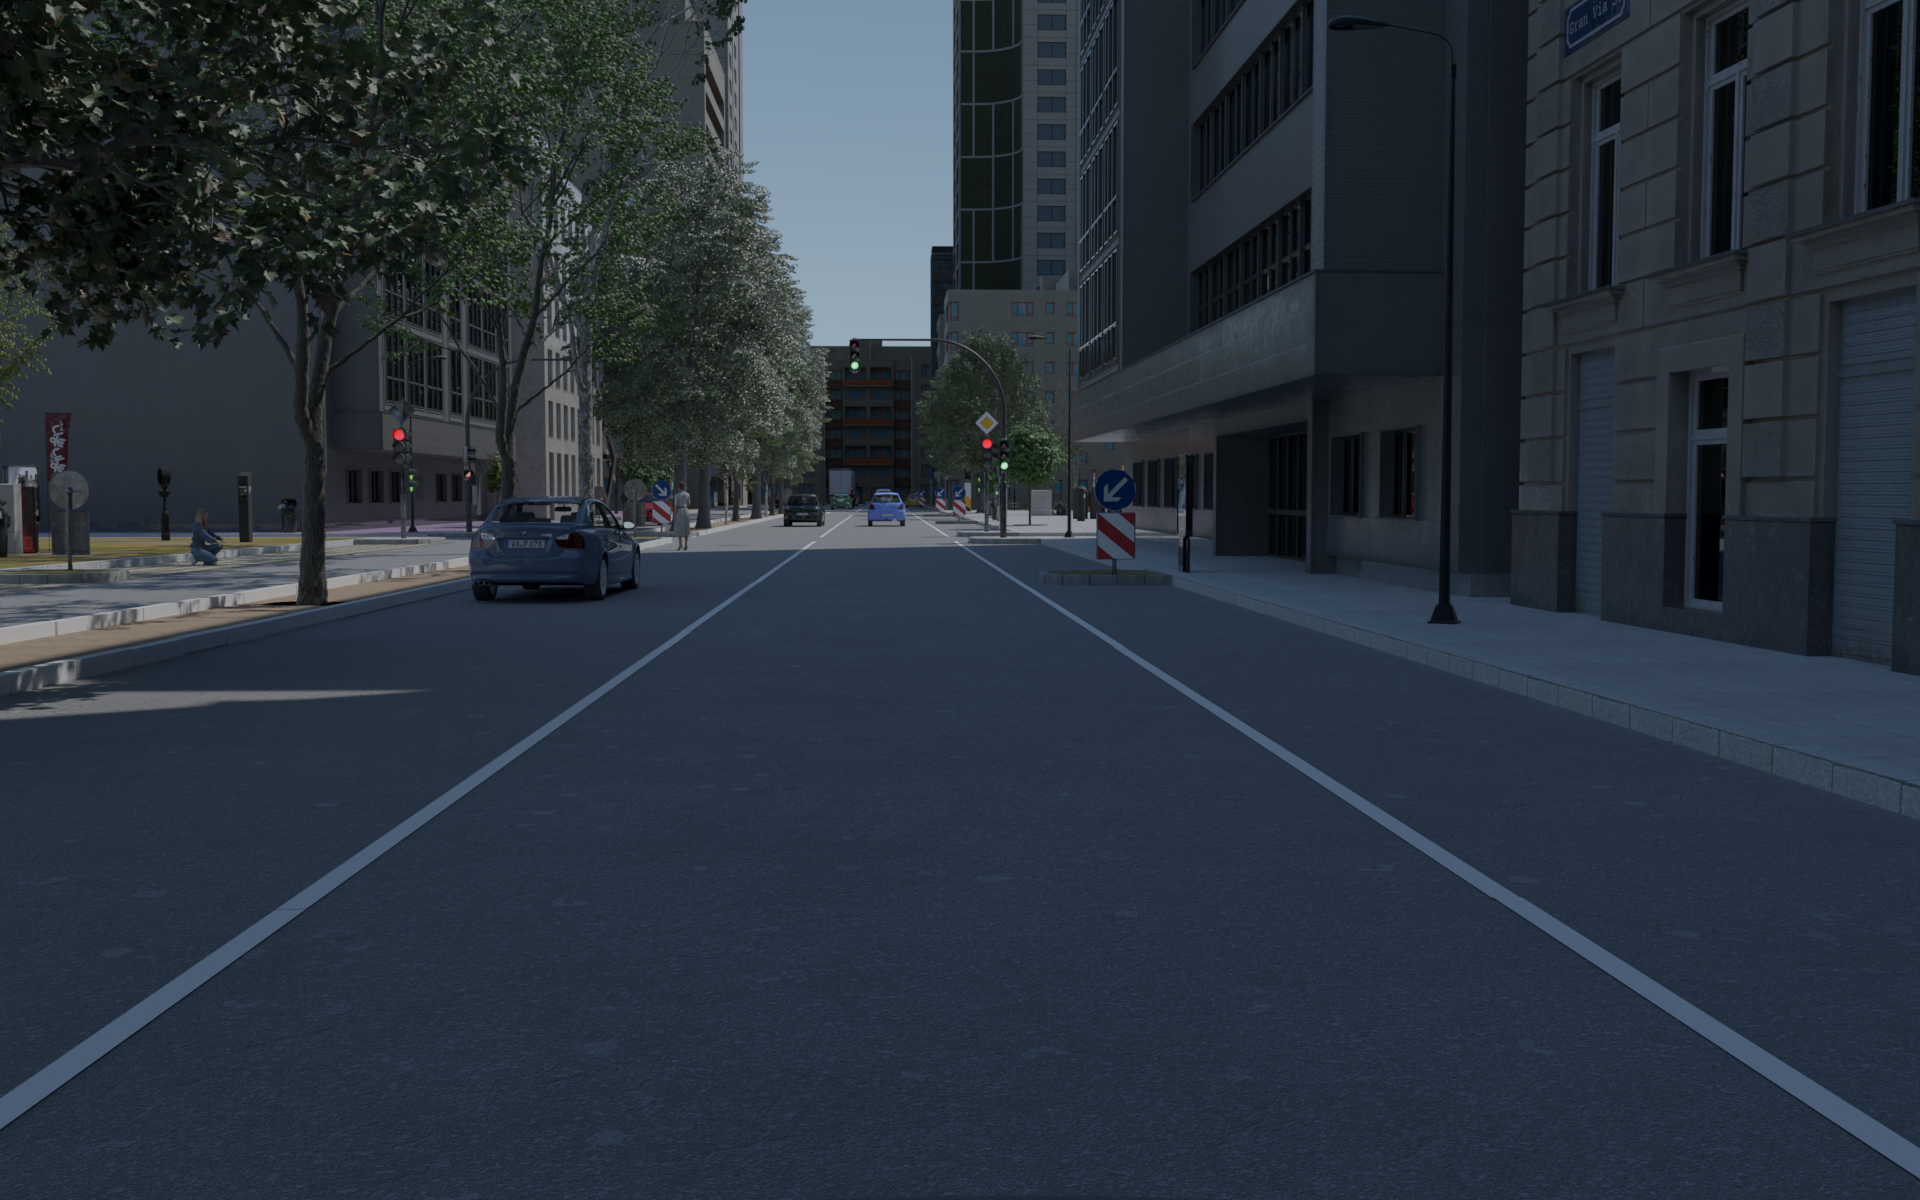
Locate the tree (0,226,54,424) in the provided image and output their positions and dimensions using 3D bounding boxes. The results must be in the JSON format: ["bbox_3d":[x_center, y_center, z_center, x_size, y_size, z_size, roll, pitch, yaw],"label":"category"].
[{"bbox_3d":[-25.657,-5.810,45.363,4.737,8.622,4.395,0,3,0],"label":"tree"}]

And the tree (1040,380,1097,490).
[{"bbox_3d":[7.035,-9.713,109.168,4.360,8.622,3.978,0,3,0],"label":"tree"}]

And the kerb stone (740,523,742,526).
[{"bbox_3d":[-9.649,-3.224,74.905,0.120,0.150,1.000,0,4,-3],"label":"kerb stone"}]

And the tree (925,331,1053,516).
[{"bbox_3d":[1.525,-10.118,99.838,8.767,10.594,7.601,2,4,31],"label":"tree"}]

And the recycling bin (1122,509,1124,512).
[{"bbox_3d":[9.686,-5.278,98.845,0.722,1.027,0.722,2,4,33],"label":"recycling bin"}]

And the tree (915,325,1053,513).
[{"bbox_3d":[1.578,-12.286,117.888,9.611,12.733,9.660,0,3,0],"label":"tree"}]

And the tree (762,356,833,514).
[{"bbox_3d":[-12.885,-12.416,123.579,7.486,12.596,7.792,0,3,0],"label":"tree"}]

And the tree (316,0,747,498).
[{"bbox_3d":[-10.526,-11.308,43.234,12.611,20.169,13.585,0,3,0],"label":"tree"}]

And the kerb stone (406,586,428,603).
[{"bbox_3d":[-7.316,-0.055,23.094,0.120,0.150,1.000,0,4,-3],"label":"kerb stone"}]

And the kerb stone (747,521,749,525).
[{"bbox_3d":[-9.842,-3.471,78.996,0.120,0.150,1.000,0,4,-3],"label":"kerb stone"}]

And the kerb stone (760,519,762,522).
[{"bbox_3d":[-10.200,-3.975,87.183,0.120,0.150,1.000,0,4,-3],"label":"kerb stone"}]

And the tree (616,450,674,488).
[{"bbox_3d":[-23.009,-9.002,130.896,4.285,4.588,4.351,0,3,0],"label":"tree"}]

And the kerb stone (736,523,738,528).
[{"bbox_3d":[-9.548,-3.097,72.863,0.120,0.150,1.000,0,4,-3],"label":"kerb stone"}]

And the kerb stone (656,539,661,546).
[{"bbox_3d":[-8.426,-1.557,47.662,0.120,0.150,1.000,0,4,-3],"label":"kerb stone"}]

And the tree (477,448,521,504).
[{"bbox_3d":[-19.080,-4.701,71.460,1.663,3.219,1.824,0,3,0],"label":"tree"}]

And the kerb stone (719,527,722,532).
[{"bbox_3d":[-9.234,-2.660,65.694,0.120,0.150,1.000,0,4,-3],"label":"kerb stone"}]

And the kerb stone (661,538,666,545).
[{"bbox_3d":[-8.460,-1.620,48.683,0.120,0.150,1.000,0,4,-3],"label":"kerb stone"}]

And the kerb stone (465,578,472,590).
[{"bbox_3d":[-7.457,-0.243,26.169,0.120,0.150,1.000,0,4,-3],"label":"kerb stone"}]

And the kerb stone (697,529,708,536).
[{"bbox_3d":[-8.996,-2.347,60.575,0.120,0.150,1.000,0,4,-3],"label":"kerb stone"}]

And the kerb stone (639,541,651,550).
[{"bbox_3d":[-8.333,-1.429,45.616,0.120,0.150,1.000,0,4,-3],"label":"kerb stone"}]

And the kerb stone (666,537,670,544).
[{"bbox_3d":[-8.518,-1.677,49.704,0.120,0.150,1.000,0,4,-3],"label":"kerb stone"}]

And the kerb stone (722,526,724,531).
[{"bbox_3d":[-9.283,-2.723,66.715,0.120,0.150,1.000,0,4,-3],"label":"kerb stone"}]

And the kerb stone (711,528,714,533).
[{"bbox_3d":[-9.098,-2.472,62.617,0.120,0.150,1.000,0,4,-3],"label":"kerb stone"}]

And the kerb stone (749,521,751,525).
[{"bbox_3d":[-9.878,-3.536,80.025,0.120,0.150,1.000,0,4,-3],"label":"kerb stone"}]

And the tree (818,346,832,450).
[{"bbox_3d":[-11.824,-11.674,99.976,9.857,13.997,8.962,0,3,0],"label":"tree"}]

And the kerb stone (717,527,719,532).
[{"bbox_3d":[-9.186,-2.598,64.673,0.120,0.150,1.000,0,4,-3],"label":"kerb stone"}]

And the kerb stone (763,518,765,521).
[{"bbox_3d":[-10.288,-4.099,89.238,0.120,0.150,1.000,0,4,-3],"label":"kerb stone"}]

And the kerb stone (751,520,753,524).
[{"bbox_3d":[-9.922,-3.594,81.046,0.120,0.150,1.000,0,4,-3],"label":"kerb stone"}]

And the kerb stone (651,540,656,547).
[{"bbox_3d":[-8.376,-1.495,46.640,0.120,0.150,1.000,0,4,-3],"label":"kerb stone"}]

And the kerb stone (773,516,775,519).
[{"bbox_3d":[-10.664,-4.602,97.433,0.120,0.150,1.000,0,4,-3],"label":"kerb stone"}]

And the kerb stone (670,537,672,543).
[{"bbox_3d":[-8.554,-1.745,50.725,0.120,0.150,1.000,0,4,-3],"label":"kerb stone"}]

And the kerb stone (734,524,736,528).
[{"bbox_3d":[-9.518,-3.036,71.840,0.120,0.150,1.000,0,4,-3],"label":"kerb stone"}]

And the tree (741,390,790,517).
[{"bbox_3d":[-12.070,-9.473,107.699,4.360,8.622,3.978,0,3,0],"label":"tree"}]

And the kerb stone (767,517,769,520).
[{"bbox_3d":[-10.427,-4.289,92.312,0.120,0.150,1.000,0,4,-3],"label":"kerb stone"}]

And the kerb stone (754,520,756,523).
[{"bbox_3d":[-10.017,-3.723,83.088,0.120,0.150,1.000,0,4,-3],"label":"kerb stone"}]

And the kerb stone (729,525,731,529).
[{"bbox_3d":[-9.416,-2.911,69.794,0.120,0.150,1.000,0,4,-3],"label":"kerb stone"}]

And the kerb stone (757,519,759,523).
[{"bbox_3d":[-10.117,-3.844,85.135,0.120,0.150,1.000,0,4,-3],"label":"kerb stone"}]

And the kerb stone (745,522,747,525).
[{"bbox_3d":[-9.785,-3.408,77.975,0.120,0.150,1.000,0,4,-3],"label":"kerb stone"}]

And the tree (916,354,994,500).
[{"bbox_3d":[-0.150,-13.582,140.186,7.486,12.596,7.792,0,3,0],"label":"tree"}]

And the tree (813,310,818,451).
[{"bbox_3d":[-10.672,-9.936,71.572,9.857,13.997,8.962,0,3,0],"label":"tree"}]

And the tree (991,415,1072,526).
[{"bbox_3d":[2.930,-5.323,70.748,4.285,4.588,4.351,0,3,0],"label":"tree"}]

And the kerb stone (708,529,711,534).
[{"bbox_3d":[-9.047,-2.405,61.596,0.120,0.150,1.000,0,4,-3],"label":"kerb stone"}]

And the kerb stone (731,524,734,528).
[{"bbox_3d":[-9.464,-2.974,70.816,0.120,0.150,1.000,0,4,-3],"label":"kerb stone"}]

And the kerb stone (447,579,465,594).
[{"bbox_3d":[-7.408,-0.180,25.139,0.120,0.150,1.000,0,4,-3],"label":"kerb stone"}]

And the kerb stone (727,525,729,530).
[{"bbox_3d":[-9.369,-2.849,68.769,0.120,0.150,1.000,0,4,-3],"label":"kerb stone"}]

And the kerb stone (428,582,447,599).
[{"bbox_3d":[-7.366,-0.117,24.116,0.120,0.150,1.000,0,4,-3],"label":"kerb stone"}]

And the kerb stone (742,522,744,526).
[{"bbox_3d":[-9.690,-3.287,75.932,0.120,0.150,1.000,0,4,-3],"label":"kerb stone"}]

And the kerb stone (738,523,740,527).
[{"bbox_3d":[-9.604,-3.161,73.883,0.120,0.150,1.000,0,4,-3],"label":"kerb stone"}]

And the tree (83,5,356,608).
[{"bbox_3d":[-8.211,-5.724,21.805,9.928,11.665,9.643,0,3,0],"label":"tree"}]

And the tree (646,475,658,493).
[{"bbox_3d":[-21.982,-7.936,124.355,1.663,3.219,1.824,0,3,0],"label":"tree"}]

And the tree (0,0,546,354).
[{"bbox_3d":[-8.141,-5.654,11.915,9.611,12.733,9.660,0,3,0],"label":"tree"}]

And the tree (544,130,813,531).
[{"bbox_3d":[-10.070,-9.330,61.651,9.857,13.997,8.962,0,3,0],"label":"tree"}]

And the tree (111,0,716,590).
[{"bbox_3d":[-8.336,-6.337,31.819,9.928,11.665,9.643,0,3,0],"label":"tree"}]

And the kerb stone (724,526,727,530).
[{"bbox_3d":[-9.330,-2.785,67.736,0.120,0.150,1.000,0,4,-3],"label":"kerb stone"}]

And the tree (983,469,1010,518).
[{"bbox_3d":[1.795,-6.035,93.267,1.663,3.219,1.824,0,3,0],"label":"tree"}]

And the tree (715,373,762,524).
[{"bbox_3d":[-10.943,-7.838,80.965,4.737,8.622,4.395,0,3,0],"label":"tree"}]

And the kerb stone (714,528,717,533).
[{"bbox_3d":[-9.147,-2.535,63.648,0.120,0.150,1.000,0,4,-3],"label":"kerb stone"}]
